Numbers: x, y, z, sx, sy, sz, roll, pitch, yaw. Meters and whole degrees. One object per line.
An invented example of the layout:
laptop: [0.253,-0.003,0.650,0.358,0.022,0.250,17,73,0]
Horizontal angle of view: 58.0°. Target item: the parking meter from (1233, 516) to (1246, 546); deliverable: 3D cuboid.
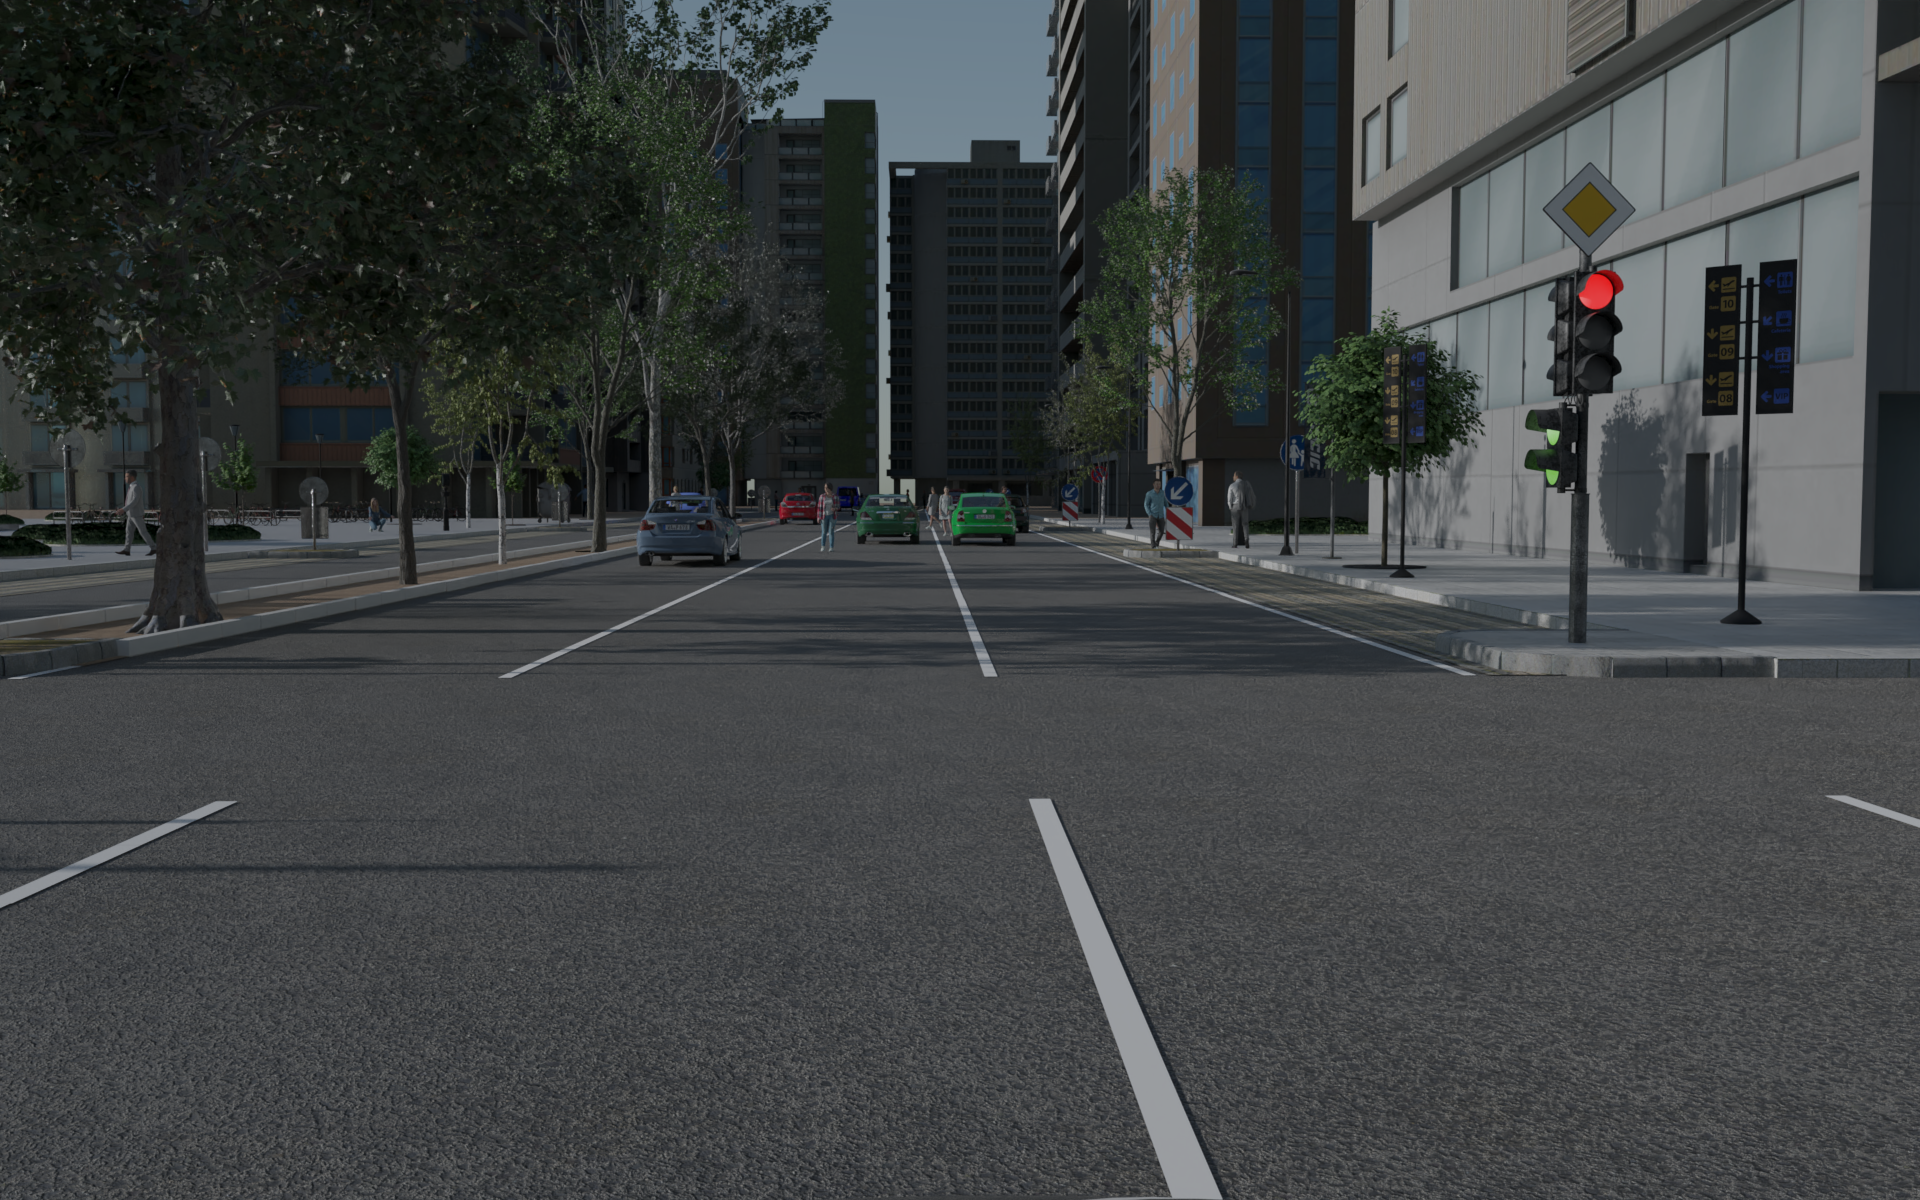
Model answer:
parking meter: [7.009,-2.129,43.222,0.372,1.533,0.369,0,3,0]

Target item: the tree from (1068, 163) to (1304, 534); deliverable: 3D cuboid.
tree: [6.970,-7.901,54.931,9.928,11.665,9.643,0,3,0]

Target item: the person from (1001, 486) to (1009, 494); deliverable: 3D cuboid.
person: [1.866,-3.959,73.588,0.532,1.782,0.716,3,5,41]

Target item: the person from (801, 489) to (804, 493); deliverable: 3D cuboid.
person: [-10.245,-6.294,112.079,0.621,1.740,0.551,0,4,8]

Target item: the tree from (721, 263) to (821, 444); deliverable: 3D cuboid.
tree: [-9.326,-7.820,64.728,8.767,10.594,7.601,0,4,-1]

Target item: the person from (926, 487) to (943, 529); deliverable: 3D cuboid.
person: [-1.061,-3.829,71.847,0.760,1.731,0.466,1,4,13]

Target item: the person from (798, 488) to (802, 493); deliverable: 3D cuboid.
person: [-9.725,-5.901,104.993,1.348,1.823,0.705,1,4,13]

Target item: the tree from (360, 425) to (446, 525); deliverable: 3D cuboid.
tree: [-23.562,-5.463,73.035,4.285,4.588,4.351,0,3,0]

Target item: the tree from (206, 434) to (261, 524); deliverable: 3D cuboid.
tree: [-22.483,-3.660,54.446,1.663,3.219,1.824,0,3,0]

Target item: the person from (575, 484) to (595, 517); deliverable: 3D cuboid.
person: [-20.886,-5.544,96.680,1.348,1.826,0.705,0,4,6]

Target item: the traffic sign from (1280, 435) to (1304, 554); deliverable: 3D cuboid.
traffic sign: [7.265,-2.275,37.297,0.768,2.556,0.104,0,4,1]

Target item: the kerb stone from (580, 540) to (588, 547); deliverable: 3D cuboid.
kerb stone: [-10.195,-1.482,46.431,0.120,0.150,1.000,0,4,-1]

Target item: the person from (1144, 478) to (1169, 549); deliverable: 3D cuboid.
person: [4.883,-2.112,43.054,0.660,1.820,0.620,-2,4,-24]

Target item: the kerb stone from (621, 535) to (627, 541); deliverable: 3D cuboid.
kerb stone: [-10.339,-1.857,52.581,0.120,0.150,1.000,0,4,-1]

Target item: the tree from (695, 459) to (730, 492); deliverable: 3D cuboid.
tree: [-20.566,-9.875,145.176,4.285,4.588,4.351,0,3,0]

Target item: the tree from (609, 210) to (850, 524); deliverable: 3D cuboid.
tree: [-9.810,-9.890,74.521,12.009,13.543,11.850,0,3,0]

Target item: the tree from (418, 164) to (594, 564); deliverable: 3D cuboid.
tree: [-9.235,-5.006,34.669,4.737,8.622,4.395,0,3,0]

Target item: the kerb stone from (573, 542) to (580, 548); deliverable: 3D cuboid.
kerb stone: [-10.179,-1.417,45.409,0.120,0.150,1.000,0,4,-1]

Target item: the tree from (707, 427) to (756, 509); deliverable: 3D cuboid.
tree: [-20.104,-12.353,152.335,4.737,8.622,4.395,0,3,0]

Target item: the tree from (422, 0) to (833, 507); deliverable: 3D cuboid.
tree: [-10.593,-11.937,53.520,12.611,20.169,13.585,0,3,0]

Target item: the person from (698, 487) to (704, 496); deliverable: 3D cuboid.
person: [-20.769,-8.139,139.134,1.348,1.821,0.705,-1,4,-21]

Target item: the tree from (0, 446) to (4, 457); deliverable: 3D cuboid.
tree: [-26.469,-3.708,44.345,4.285,4.588,4.351,0,3,0]

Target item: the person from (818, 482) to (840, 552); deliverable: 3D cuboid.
person: [-3.275,-2.076,43.280,0.563,1.720,0.643,0,4,1]

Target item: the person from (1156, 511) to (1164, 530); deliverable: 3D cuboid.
person: [7.078,-3.075,61.336,0.382,1.210,0.505,-3,4,-37]

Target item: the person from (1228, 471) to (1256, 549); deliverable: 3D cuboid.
person: [6.651,-2.125,40.893,0.679,1.850,0.850,-1,4,-9]

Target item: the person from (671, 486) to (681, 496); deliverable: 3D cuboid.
person: [-12.597,-4.146,76.647,0.694,1.780,0.624,0,4,-6]

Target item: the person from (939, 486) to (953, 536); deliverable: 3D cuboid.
person: [-0.461,-3.050,59.367,0.512,1.701,0.522,0,4,3]

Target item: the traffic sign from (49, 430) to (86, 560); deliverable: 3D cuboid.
traffic sign: [-17.363,-2.054,33.689,0.768,2.556,0.104,0,4,7]

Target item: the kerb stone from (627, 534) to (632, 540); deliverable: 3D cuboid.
kerb stone: [-10.372,-1.921,53.602,0.120,0.150,1.000,0,4,-1]

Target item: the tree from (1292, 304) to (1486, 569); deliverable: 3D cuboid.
tree: [7.321,-2.837,30.103,4.285,4.588,4.351,0,3,0]

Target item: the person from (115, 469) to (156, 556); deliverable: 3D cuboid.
person: [-17.099,-1.812,35.950,0.850,1.792,0.678,-2,4,-28]

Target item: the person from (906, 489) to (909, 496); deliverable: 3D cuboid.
person: [-4.087,-7.848,136.751,0.705,1.831,1.348,0,4,2]

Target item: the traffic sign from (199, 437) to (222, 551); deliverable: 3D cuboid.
traffic sign: [-16.866,-2.359,38.677,0.768,2.556,0.104,0,4,3]

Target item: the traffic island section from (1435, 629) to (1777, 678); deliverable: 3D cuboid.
traffic island section: [5.354,0.448,14.962,2.009,0.180,2.903,0,4,-1]

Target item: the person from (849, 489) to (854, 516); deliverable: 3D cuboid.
person: [-7.144,-6.391,113.714,0.721,1.735,1.217,0,4,1]

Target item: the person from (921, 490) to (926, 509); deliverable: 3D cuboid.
person: [-3.385,-9.454,163.203,0.705,1.807,1.348,1,4,16]

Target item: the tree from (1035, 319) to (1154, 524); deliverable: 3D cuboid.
tree: [6.126,-7.537,73.587,4.737,8.622,4.395,0,3,0]

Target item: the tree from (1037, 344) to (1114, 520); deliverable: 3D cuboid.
tree: [5.803,-8.293,85.954,4.360,8.622,3.978,0,3,0]

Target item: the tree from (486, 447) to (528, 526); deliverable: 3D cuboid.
tree: [-18.162,-4.644,70.533,1.663,3.219,1.824,0,3,0]

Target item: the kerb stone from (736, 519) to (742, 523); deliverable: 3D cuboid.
kerb stone: [-11.197,-4.049,88.421,0.120,0.150,1.000,0,4,-1]

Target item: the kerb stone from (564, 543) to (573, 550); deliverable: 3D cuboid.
kerb stone: [-10.153,-1.356,44.371,0.120,0.150,1.000,0,4,-1]

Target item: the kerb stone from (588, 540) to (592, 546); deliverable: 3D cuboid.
kerb stone: [-10.227,-1.545,47.453,0.120,0.150,1.000,0,4,-1]

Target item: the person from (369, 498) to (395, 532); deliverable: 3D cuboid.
person: [-19.756,-2.901,58.968,1.012,1.151,0.738,-3,5,-40]

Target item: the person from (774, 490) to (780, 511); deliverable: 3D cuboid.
person: [-15.552,-8.453,147.418,0.721,1.736,1.217,-2,4,-26]

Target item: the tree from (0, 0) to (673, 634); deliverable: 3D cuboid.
tree: [-8.092,-6.012,17.764,9.611,12.733,9.660,0,3,0]

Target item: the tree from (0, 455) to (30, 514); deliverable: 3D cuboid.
tree: [-46.514,-5.488,84.323,1.663,3.219,1.824,0,3,0]

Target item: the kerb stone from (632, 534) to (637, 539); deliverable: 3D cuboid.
kerb stone: [-10.392,-1.983,54.624,0.120,0.150,1.000,0,4,-1]

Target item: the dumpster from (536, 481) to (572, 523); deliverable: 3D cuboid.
dumpster: [-18.111,-4.371,77.230,1.264,1.857,1.865,0,4,-1]

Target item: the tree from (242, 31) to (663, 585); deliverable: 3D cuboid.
tree: [-8.689,-5.535,27.361,8.767,10.594,7.601,0,4,-1]

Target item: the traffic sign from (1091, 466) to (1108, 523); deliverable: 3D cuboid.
traffic sign: [6.271,-4.758,77.898,0.768,2.556,0.104,0,4,7]

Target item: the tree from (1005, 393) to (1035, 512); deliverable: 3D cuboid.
tree: [4.987,-10.622,124.036,4.737,8.622,4.395,0,3,0]

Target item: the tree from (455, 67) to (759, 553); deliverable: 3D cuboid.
tree: [-8.732,-6.960,42.009,9.928,11.665,9.643,0,3,0]

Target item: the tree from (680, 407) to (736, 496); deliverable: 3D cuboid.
tree: [-19.049,-11.006,130.310,4.360,8.622,3.978,0,3,0]

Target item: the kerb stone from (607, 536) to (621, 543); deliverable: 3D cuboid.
kerb stone: [-10.325,-1.796,51.558,0.120,0.150,1.000,0,4,-1]
